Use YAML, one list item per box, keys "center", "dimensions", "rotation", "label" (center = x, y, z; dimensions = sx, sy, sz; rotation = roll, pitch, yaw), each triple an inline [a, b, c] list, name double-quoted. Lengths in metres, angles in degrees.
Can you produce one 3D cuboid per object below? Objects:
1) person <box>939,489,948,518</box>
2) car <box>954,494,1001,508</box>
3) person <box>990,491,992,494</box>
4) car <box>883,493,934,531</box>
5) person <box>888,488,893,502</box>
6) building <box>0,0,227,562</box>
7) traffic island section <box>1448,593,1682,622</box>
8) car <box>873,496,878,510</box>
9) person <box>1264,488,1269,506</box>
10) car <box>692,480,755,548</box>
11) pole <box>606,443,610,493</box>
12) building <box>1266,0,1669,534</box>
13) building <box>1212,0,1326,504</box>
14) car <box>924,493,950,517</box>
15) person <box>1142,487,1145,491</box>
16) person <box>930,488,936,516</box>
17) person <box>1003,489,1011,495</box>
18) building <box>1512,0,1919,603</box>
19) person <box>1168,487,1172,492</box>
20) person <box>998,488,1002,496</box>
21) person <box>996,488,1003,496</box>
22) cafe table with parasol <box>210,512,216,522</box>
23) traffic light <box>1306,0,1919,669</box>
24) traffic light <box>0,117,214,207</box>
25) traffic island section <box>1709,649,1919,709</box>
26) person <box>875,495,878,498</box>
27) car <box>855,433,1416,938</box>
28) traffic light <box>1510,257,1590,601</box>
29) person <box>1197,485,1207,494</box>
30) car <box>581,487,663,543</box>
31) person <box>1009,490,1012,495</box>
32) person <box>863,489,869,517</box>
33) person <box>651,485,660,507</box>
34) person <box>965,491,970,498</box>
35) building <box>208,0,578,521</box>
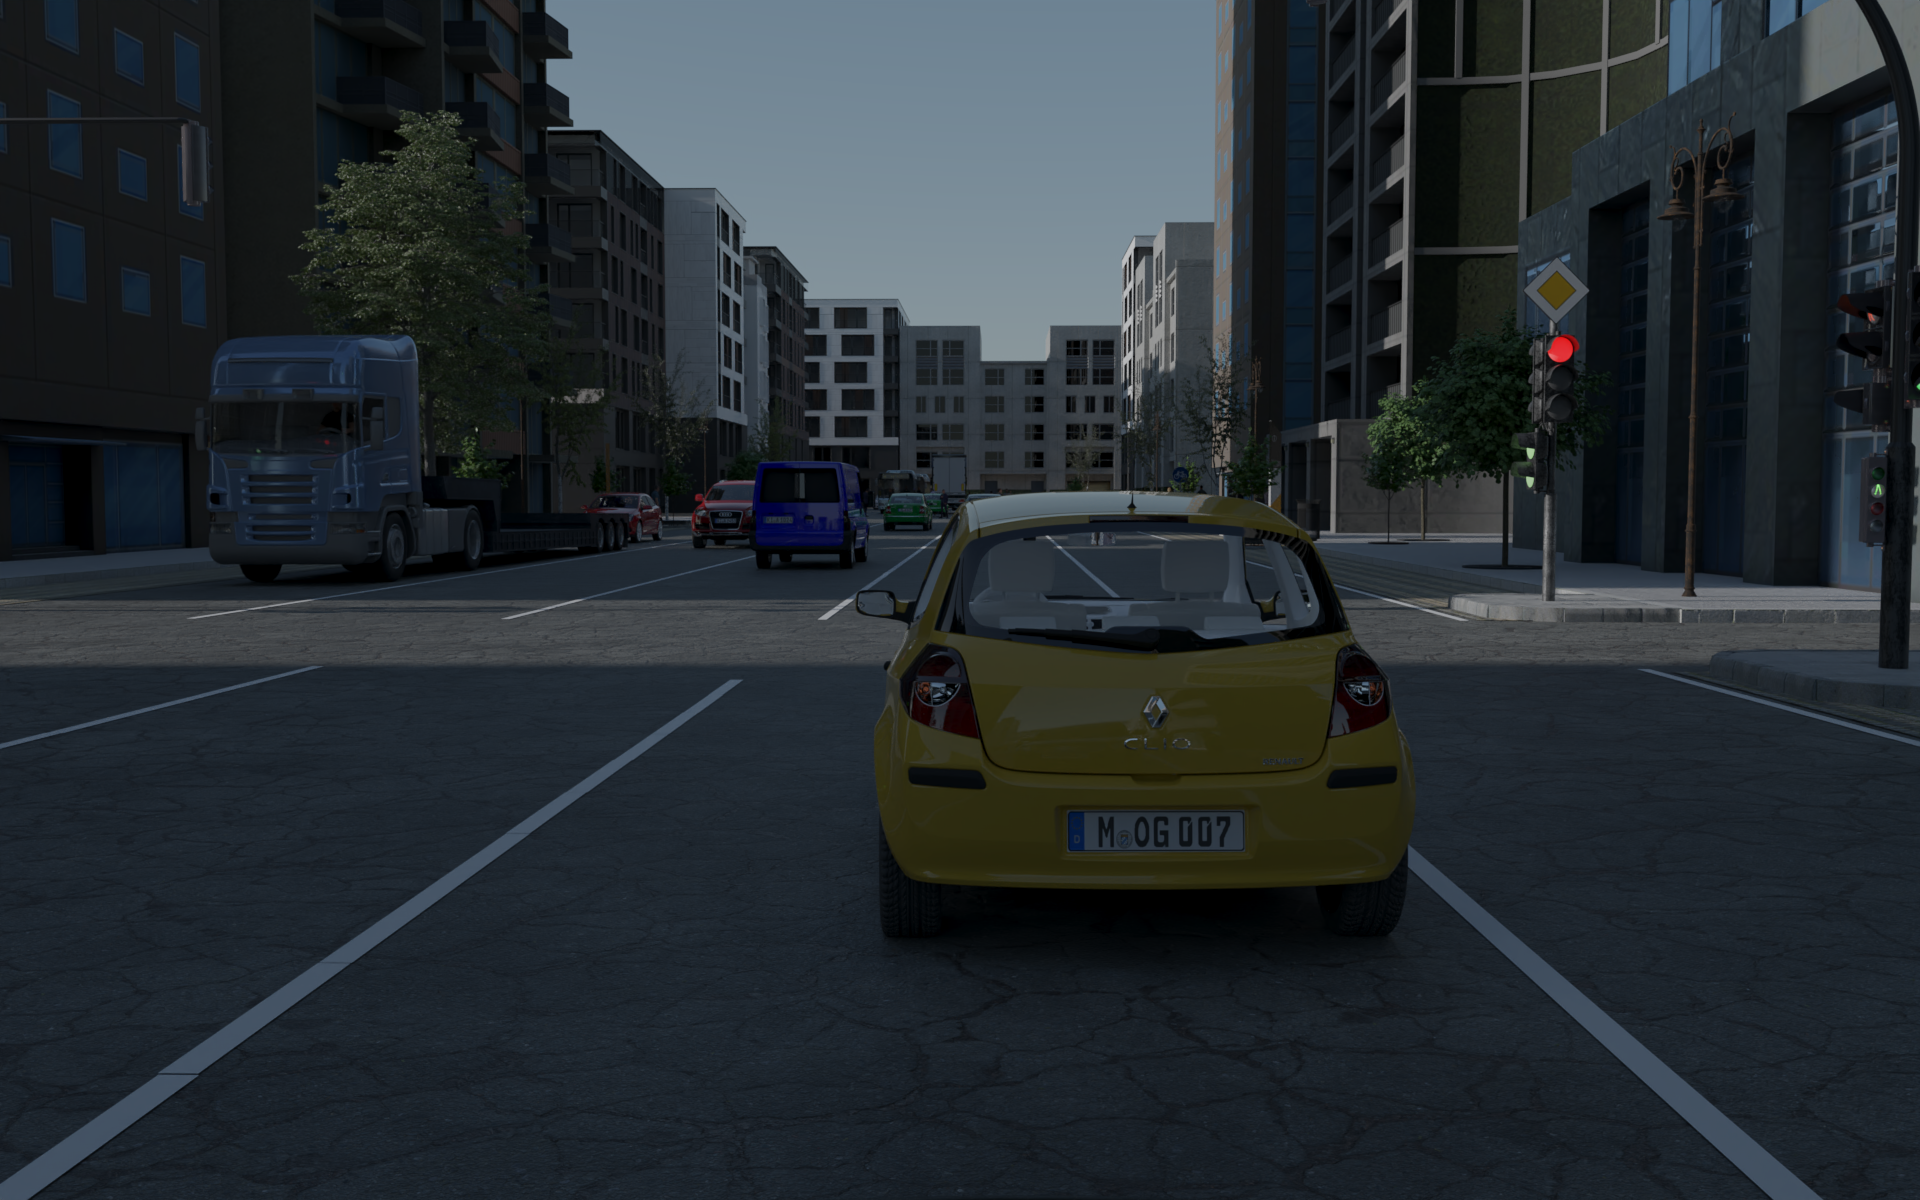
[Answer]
- center: [-0.961, -5.670, 102.130]
  dimensions: [0.541, 1.710, 0.530]
  rotation: [2, 4, 35]
  label: "person"
- center: [0.863, -3.030, 61.332]
  dimensions: [2.131, 1.459, 4.920]
  rotation: [0, 4, 0]
  label: "car"
- center: [2.761, -8.989, 156.180]
  dimensions: [1.217, 1.736, 0.721]
  rotation: [-3, 4, -36]
  label: "person"
- center: [-2.041, -3.670, 68.807]
  dimensions: [1.959, 1.807, 4.718]
  rotation: [0, 4, 2]
  label: "car"
- center: [-4.620, -6.501, 114.925]
  dimensions: [0.705, 1.807, 1.348]
  rotation: [0, 4, 4]
  label: "person"
- center: [-24.802, -23.476, 33.937]
  dimensions: [14.600, 45.320, 14.200]
  rotation: [0, 4, 1]
  label: "building"
- center: [7.086, 0.091, 20.790]
  dimensions: [2.009, 0.180, 2.903]
  rotation: [0, 4, 1]
  label: "traffic island section"
- center: [-6.987, -9.031, 160.023]
  dimensions: [2.083, 1.381, 4.827]
  rotation: [0, 4, 1]
  label: "car"
- center: [11.765, -3.542, 65.411]
  dimensions: [0.566, 1.644, 0.517]
  rotation: [2, 4, 30]
  label: "person"
- center: [-5.987, -2.371, 47.438]
  dimensions: [2.281, 1.827, 5.304]
  rotation: [0, 4, 2]
  label: "car"
- center: [-14.154, -4.637, 69.652]
  dimensions: [0.158, 3.312, 0.155]
  rotation: [0, 3, 0]
  label: "pole"
- center: [22.586, -37.956, 58.838]
  dimensions: [20.563, 71.187, 20.611]
  rotation: [0, 4, 1]
  label: "building"
- center: [20.350, -26.601, 85.043]
  dimensions: [14.600, 45.320, 14.200]
  rotation: [0, 4, 1]
  label: "building"
- center: [-1.656, -6.124, 108.924]
  dimensions: [1.959, 1.807, 4.718]
  rotation: [0, 4, 2]
  label: "car"
- center: [11.698, -6.366, 110.841]
  dimensions: [1.217, 1.735, 0.721]
  rotation: [-1, 4, -21]
  label: "person"
- center: [-1.933, -6.525, 115.059]
  dimensions: [0.599, 1.838, 0.709]
  rotation: [3, 4, 38]
  label: "person"
- center: [3.372, -7.117, 124.867]
  dimensions: [1.348, 1.824, 0.705]
  rotation: [0, 4, 6]
  label: "person"
- center: [27.001, -43.769, 28.301]
  dimensions: [31.000, 86.520, 22.319]
  rotation: [0, 4, 1]
  label: "building"
- center: [10.573, -4.854, 87.107]
  dimensions: [0.593, 1.614, 0.444]
  rotation: [0, 4, -6]
  label: "person"
- center: [2.458, -5.562, 99.973]
  dimensions: [0.750, 1.759, 0.617]
  rotation: [1, 4, 15]
  label: "person"
- center: [2.670, -6.714, 118.284]
  dimensions: [1.348, 1.823, 0.705]
  rotation: [-1, 4, -13]
  label: "person"
- center: [-23.640, -3.041, 54.589]
  dimensions: [2.610, 1.966, 2.610]
  rotation: [3, 5, 40]
  label: "cafe table with parasol"
- center: [4.772, -2.320, 12.600]
  dimensions: [4.771, 5.953, 1.251]
  rotation: [0, 4, 1]
  label: "traffic light"
- center: [-11.557, -2.841, 21.117]
  dimensions: [4.771, 5.953, 1.251]
  rotation: [0, 4, 1]
  label: "traffic light"
- center: [6.905, 0.579, 12.807]
  dimensions: [2.009, 0.180, 2.903]
  rotation: [0, 4, 1]
  label: "traffic island section"
- center: [-7.915, -9.823, 169.193]
  dimensions: [0.705, 1.814, 1.350]
  rotation: [2, 4, 31]
  label: "person"
- center: [0.556, 0.195, 7.031]
  dimensions: [2.015, 1.641, 3.980]
  rotation: [0, 4, -1]
  label: "car"
- center: [7.046, -1.942, 20.677]
  dimensions: [0.839, 4.253, 0.868]
  rotation: [0, 4, 1]
  label: "traffic light"
- center: [14.610, -6.049, 104.962]
  dimensions: [1.348, 1.821, 0.705]
  rotation: [-2, 4, -27]
  label: "person"
- center: [-10.166, -2.620, 51.876]
  dimensions: [2.155, 1.783, 4.494]
  rotation: [0, 4, 3]
  label: "car"
- center: [4.916, -9.780, 168.419]
  dimensions: [1.348, 1.823, 0.705]
  rotation: [-1, 4, -9]
  label: "person"
- center: [-5.873, -6.139, 109.314]
  dimensions: [0.568, 1.767, 0.683]
  rotation: [-3, 5, -43]
  label: "person"
- center: [-12.514, -3.850, 71.568]
  dimensions: [0.434, 1.807, 0.598]
  rotation: [-1, 4, -18]
  label: "person"
- center: [0.951, -9.573, 165.842]
  dimensions: [1.217, 1.723, 0.721]
  rotation: [1, 4, 14]
  label: "person"
- center: [-28.555, -25.428, 70.369]
  dimensions: [22.147, 44.769, 28.867]
  rotation: [0, 4, 1]
  label: "building"
